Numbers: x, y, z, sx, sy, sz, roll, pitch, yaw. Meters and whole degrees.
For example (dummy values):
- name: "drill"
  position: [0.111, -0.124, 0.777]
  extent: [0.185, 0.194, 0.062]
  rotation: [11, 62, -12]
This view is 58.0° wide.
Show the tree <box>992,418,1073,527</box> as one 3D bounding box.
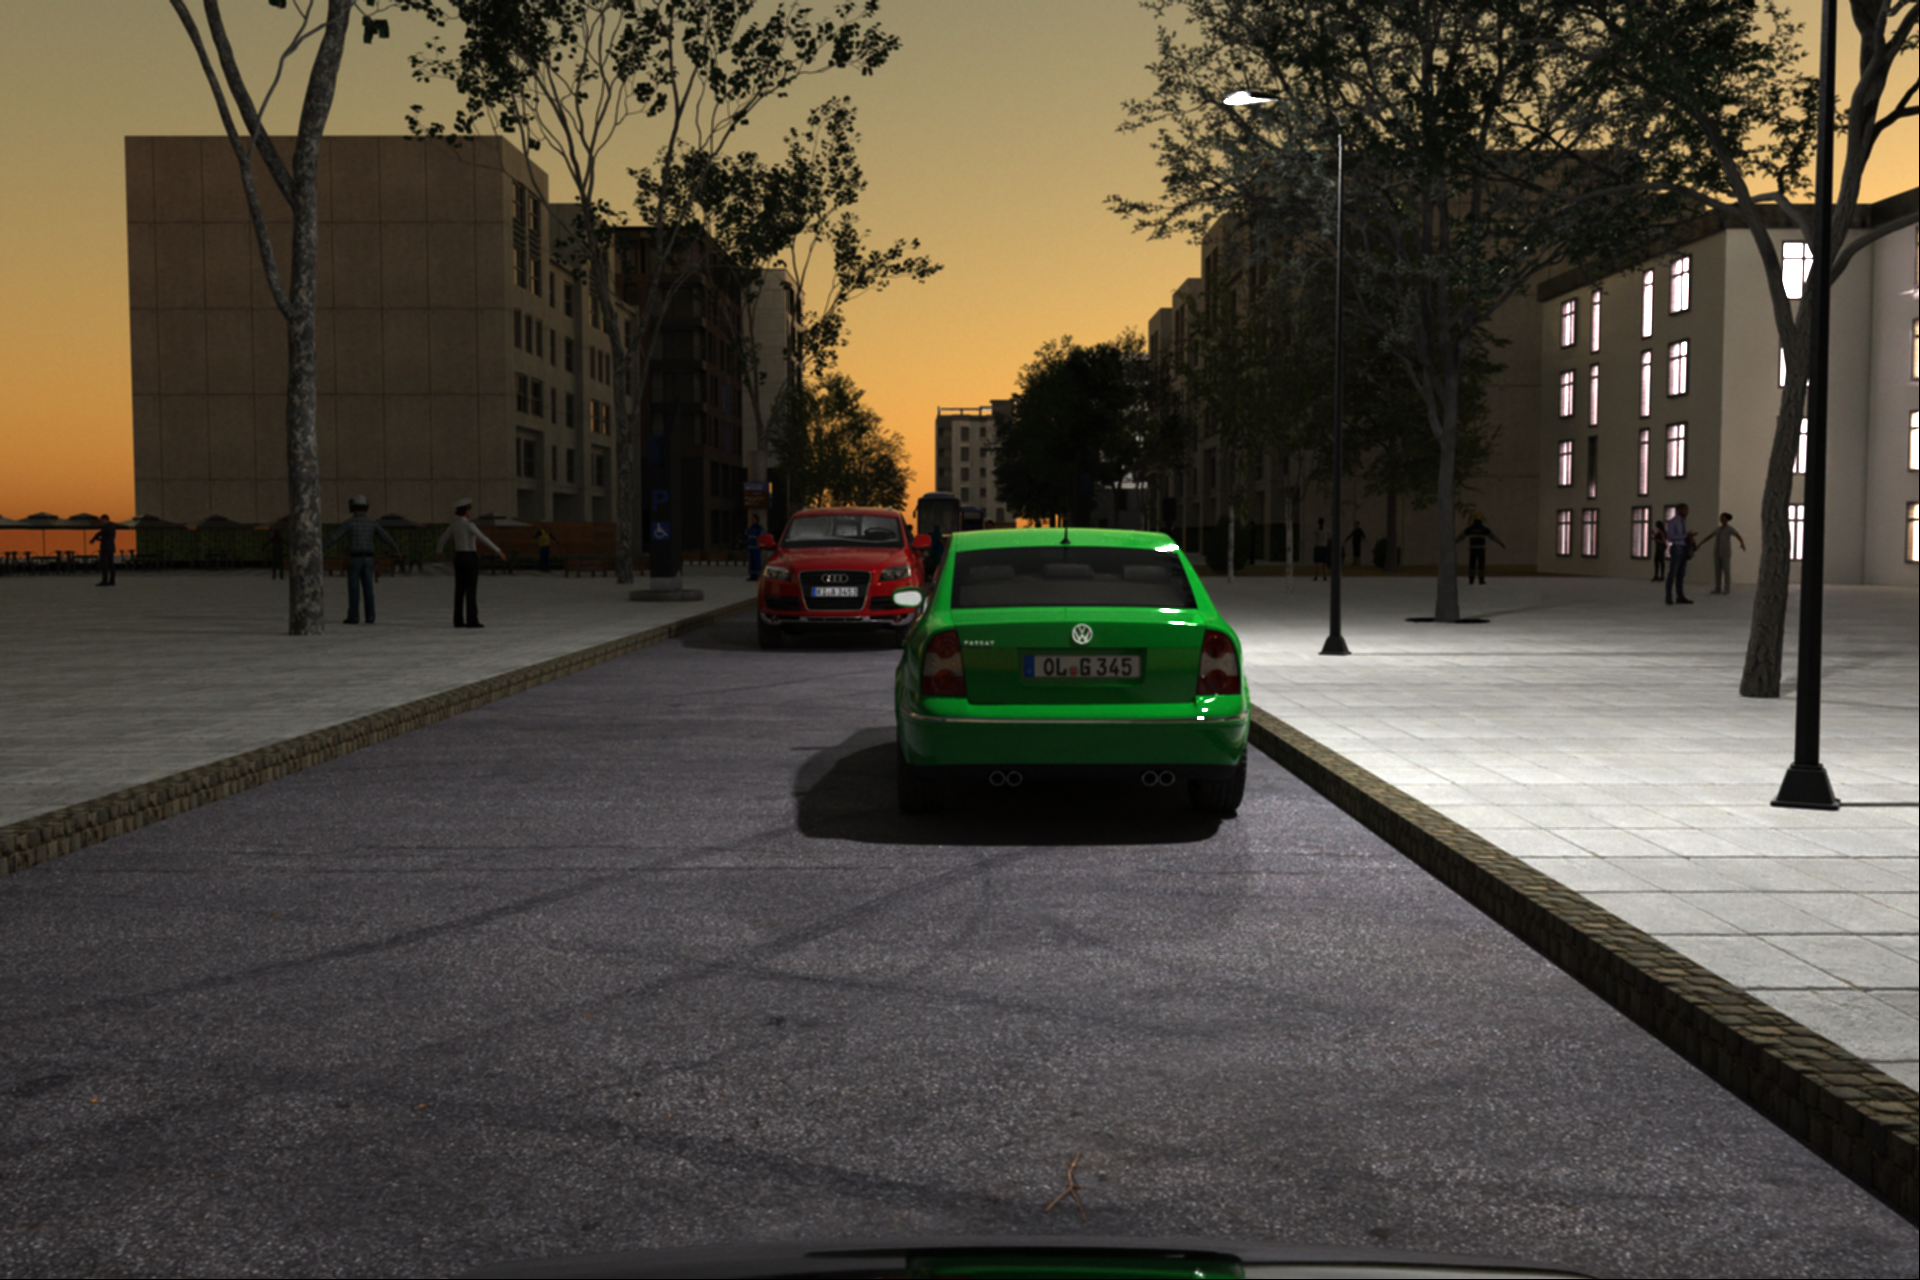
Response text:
- name: "tree"
  position: [6.441, -13.866, 144.837]
  extent: [7.486, 12.596, 7.792]
  rotation: [0, 3, 0]

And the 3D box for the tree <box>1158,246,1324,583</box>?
- name: "tree"
  position: [7.348, -5.801, 45.212]
  extent: [4.737, 8.622, 4.395]
  rotation: [0, 3, 0]

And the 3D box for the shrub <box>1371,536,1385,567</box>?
- name: "shrub"
  position: [15.869, -3.281, 64.755]
  extent: [1.383, 1.207, 1.383]
  rotation: [0, 3, 0]

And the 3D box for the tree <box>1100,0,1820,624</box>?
- name: "tree"
  position: [7.013, -7.009, 24.960]
  extent: [12.009, 13.543, 11.850]
  rotation: [0, 3, 0]

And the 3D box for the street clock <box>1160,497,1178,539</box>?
- name: "street clock"
  position: [4.126, -1.810, 34.168]
  extent: [0.358, 2.002, 0.471]
  rotation: [0, 4, 0]

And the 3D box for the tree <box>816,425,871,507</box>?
- name: "tree"
  position: [-8.140, -10.212, 117.334]
  extent: [4.737, 8.622, 4.395]
  rotation: [0, 3, 0]

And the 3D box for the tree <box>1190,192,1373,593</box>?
- name: "tree"
  position: [7.260, -5.336, 37.605]
  extent: [4.360, 8.622, 3.978]
  rotation: [0, 3, 0]

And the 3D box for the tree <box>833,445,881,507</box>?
- name: "tree"
  position: [-8.919, -11.486, 138.153]
  extent: [4.360, 8.622, 3.978]
  rotation: [0, 3, 0]

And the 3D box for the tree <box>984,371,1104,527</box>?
- name: "tree"
  position: [6.955, -13.782, 131.991]
  extent: [9.857, 13.997, 8.962]
  rotation: [0, 3, 0]

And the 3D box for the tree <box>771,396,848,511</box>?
- name: "tree"
  position: [-8.187, -8.611, 91.147]
  extent: [4.737, 8.622, 4.395]
  rotation: [0, 3, 0]

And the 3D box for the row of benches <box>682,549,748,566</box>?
- name: "row of benches"
  position: [-9.576, -3.346, 70.162]
  extent: [4.104, 0.672, 1.422]
  rotation: [2, 4, 34]

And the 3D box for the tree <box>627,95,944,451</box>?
- name: "tree"
  position: [-7.410, -13.368, 74.451]
  extent: [12.611, 20.169, 13.585]
  rotation: [0, 3, 0]

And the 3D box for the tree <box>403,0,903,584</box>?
- name: "tree"
  position: [-8.023, -11.453, 43.150]
  extent: [12.611, 20.169, 13.585]
  rotation: [0, 3, 0]

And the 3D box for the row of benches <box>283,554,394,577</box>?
- name: "row of benches"
  position: [-18.894, -2.274, 52.645]
  extent: [4.104, 0.672, 1.422]
  rotation: [2, 4, 24]

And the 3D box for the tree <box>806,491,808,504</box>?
- name: "tree"
  position: [-22.955, -17.870, 242.532]
  extent: [4.737, 8.622, 4.395]
  rotation: [0, 3, 0]

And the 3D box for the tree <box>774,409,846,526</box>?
- name: "tree"
  position: [-8.774, -9.104, 99.206]
  extent: [4.737, 8.622, 4.395]
  rotation: [0, 3, 0]

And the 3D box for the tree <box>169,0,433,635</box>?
- name: "tree"
  position: [-9.331, -10.198, 22.624]
  extent: [12.611, 20.169, 13.585]
  rotation: [0, 3, 0]

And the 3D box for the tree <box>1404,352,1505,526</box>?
- name: "tree"
  position: [19.238, -7.226, 68.513]
  extent: [4.737, 8.622, 4.395]
  rotation: [0, 3, 0]

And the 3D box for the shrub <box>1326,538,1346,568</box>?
- name: "shrub"
  position: [13.998, -3.300, 65.072]
  extent: [1.383, 1.207, 1.383]
  rotation: [0, 3, 0]

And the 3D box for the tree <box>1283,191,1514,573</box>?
- name: "tree"
  position: [14.345, -8.535, 57.667]
  extent: [7.486, 12.596, 7.792]
  rotation: [0, 3, 0]

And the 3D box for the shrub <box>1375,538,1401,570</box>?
- name: "shrub"
  position: [15.256, -3.093, 61.688]
  extent: [1.383, 1.207, 1.383]
  rotation: [0, 3, 0]

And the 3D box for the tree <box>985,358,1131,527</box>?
- name: "tree"
  position: [6.783, -12.769, 119.135]
  extent: [12.009, 13.543, 11.850]
  rotation: [0, 3, 0]

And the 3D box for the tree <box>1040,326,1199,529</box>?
- name: "tree"
  position: [7.196, -8.713, 76.868]
  extent: [7.601, 10.594, 8.767]
  rotation: [-3, 5, -40]

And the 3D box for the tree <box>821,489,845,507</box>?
- name: "tree"
  position: [-17.643, -17.892, 242.900]
  extent: [4.737, 8.622, 4.395]
  rotation: [0, 3, 0]

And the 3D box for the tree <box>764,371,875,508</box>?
- name: "tree"
  position: [-8.913, -11.252, 109.719]
  extent: [9.928, 11.665, 9.643]
  rotation: [0, 3, 0]

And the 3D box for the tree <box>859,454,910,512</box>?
- name: "tree"
  position: [-10.686, -19.977, 244.749]
  extent: [7.486, 12.596, 7.792]
  rotation: [0, 3, 0]

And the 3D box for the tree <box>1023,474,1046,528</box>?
- name: "tree"
  position: [7.036, -12.382, 152.803]
  extent: [4.737, 8.622, 4.395]
  rotation: [0, 3, 0]

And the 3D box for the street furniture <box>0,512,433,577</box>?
- name: "street furniture"
  position: [-31.170, -3.377, 60.239]
  extent: [14.083, 1.986, 27.439]
  rotation: [1, 4, 19]

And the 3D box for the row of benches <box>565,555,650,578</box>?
- name: "row of benches"
  position: [-10.145, -2.272, 52.616]
  extent: [1.422, 0.672, 4.104]
  rotation: [3, 5, 40]

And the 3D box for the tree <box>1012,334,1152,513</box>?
- name: "tree"
  position: [6.539, -10.006, 89.354]
  extent: [9.928, 11.665, 9.643]
  rotation: [0, 3, 0]

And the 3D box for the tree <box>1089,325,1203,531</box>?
- name: "tree"
  position: [6.315, -6.829, 62.017]
  extent: [4.360, 8.622, 3.978]
  rotation: [0, 3, 0]

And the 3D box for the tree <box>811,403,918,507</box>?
- name: "tree"
  position: [-9.001, -15.172, 158.432]
  extent: [12.009, 13.543, 11.850]
  rotation: [0, 3, 0]

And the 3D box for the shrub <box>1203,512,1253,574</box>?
- name: "shrub"
  position: [8.584, -3.128, 55.566]
  extent: [1.690, 2.028, 1.600]
  rotation: [0, 3, 0]

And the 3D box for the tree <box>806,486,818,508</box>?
- name: "tree"
  position: [-24.346, -19.846, 250.236]
  extent: [9.928, 11.665, 9.643]
  rotation: [0, 3, 0]

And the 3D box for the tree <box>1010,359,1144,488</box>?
- name: "tree"
  position: [6.918, -10.616, 99.325]
  extent: [9.928, 11.665, 9.643]
  rotation: [0, 3, 0]

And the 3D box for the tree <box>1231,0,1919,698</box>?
- name: "tree"
  position: [6.308, -4.807, 13.014]
  extent: [8.767, 10.594, 7.601]
  rotation: [0, 4, -2]

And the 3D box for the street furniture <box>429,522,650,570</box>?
- name: "street furniture"
  position: [-14.592, -3.481, 63.765]
  extent: [11.010, 1.723, 9.812]
  rotation: [0, 4, 0]

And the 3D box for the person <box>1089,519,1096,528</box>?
- name: "person"
  position: [4.590, -3.261, 59.451]
  extent: [0.705, 1.813, 1.348]
  rotation: [-1, 4, -20]
